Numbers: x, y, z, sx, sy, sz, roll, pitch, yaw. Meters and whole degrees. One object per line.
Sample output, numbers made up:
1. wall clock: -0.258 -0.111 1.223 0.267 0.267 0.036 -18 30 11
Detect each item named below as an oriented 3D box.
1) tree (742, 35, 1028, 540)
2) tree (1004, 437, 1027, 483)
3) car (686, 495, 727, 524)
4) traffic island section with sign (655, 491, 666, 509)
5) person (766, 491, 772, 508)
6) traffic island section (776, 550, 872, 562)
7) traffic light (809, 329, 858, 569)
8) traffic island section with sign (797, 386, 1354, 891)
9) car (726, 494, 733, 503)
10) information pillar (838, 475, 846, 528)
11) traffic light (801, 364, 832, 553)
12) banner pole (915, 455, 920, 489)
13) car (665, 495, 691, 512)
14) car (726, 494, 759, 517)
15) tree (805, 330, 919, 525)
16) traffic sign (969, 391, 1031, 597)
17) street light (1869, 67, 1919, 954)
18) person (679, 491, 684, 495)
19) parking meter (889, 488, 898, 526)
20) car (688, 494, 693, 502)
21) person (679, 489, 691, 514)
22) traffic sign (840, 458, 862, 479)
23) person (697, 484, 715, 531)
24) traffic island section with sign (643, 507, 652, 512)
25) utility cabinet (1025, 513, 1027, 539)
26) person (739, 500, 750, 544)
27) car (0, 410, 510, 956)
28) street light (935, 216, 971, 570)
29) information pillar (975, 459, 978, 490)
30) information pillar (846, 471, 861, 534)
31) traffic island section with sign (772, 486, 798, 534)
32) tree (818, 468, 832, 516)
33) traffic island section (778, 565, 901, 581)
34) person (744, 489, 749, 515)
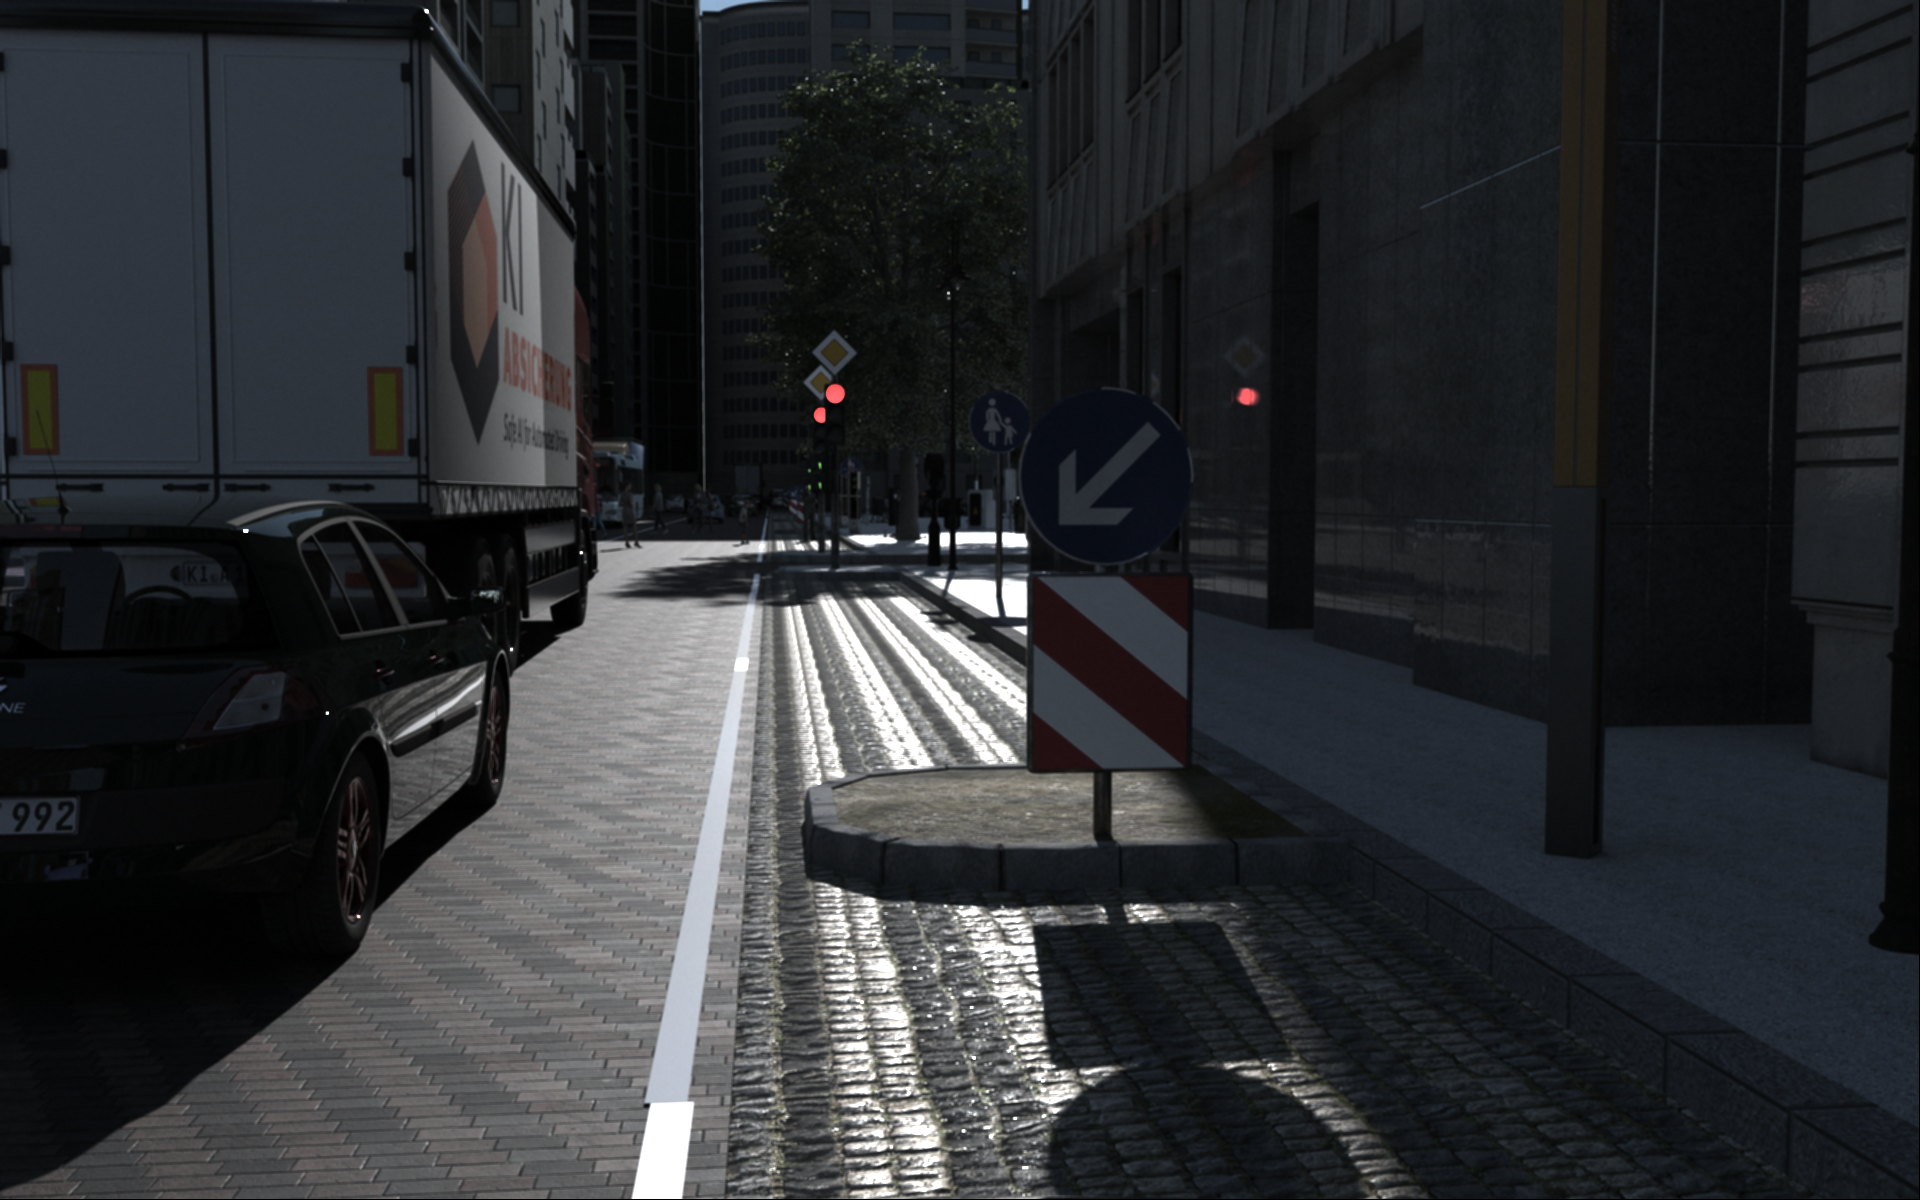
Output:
1. tree: -1.490 -8.646 48.020 9.857 13.997 8.962 0 3 0
2. tree: 3.530 -5.366 71.443 4.285 4.588 4.351 0 3 0
3. car: -12.535 -4.499 85.556 2.014 1.417 4.499 0 4 -7
4. traffic island section with sign: -28.758 -9.597 165.534 1.989 1.847 2.006 0 4 -6
5. person: -18.652 -9.914 171.420 1.217 1.723 0.721 0 4 -2
6. traffic island section: -2.990 -0.946 37.743 2.009 0.180 2.903 0 4 -6
7. traffic light: -2.163 -2.493 29.687 0.839 4.253 0.868 0 4 -6
8. traffic island section with sign: 0.357 0.089 7.178 1.989 1.847 2.006 0 4 -6
9. car: -22.267 -9.918 172.388 2.015 1.641 3.980 0 4 -7
10. information pillar: -4.421 -3.733 65.523 0.304 2.012 0.304 -2 4 -28
11. traffic light: -3.031 -2.979 37.625 0.839 4.253 0.868 0 4 -6
12. banner pole: -2.679 -6.563 97.328 0.863 3.779 0.401 -1 4 -12
13. car: -22.679 -7.772 139.440 2.083 1.381 4.827 0 4 -6
14. car: -13.852 -6.023 110.269 2.131 1.459 4.920 0 4 -6
15. tree: -3.777 -7.429 71.829 4.737 8.622 4.395 0 3 0
16. traffic sign: 0.486 -1.305 21.447 0.768 2.556 0.104 0 4 -5
17. street light: 2.680 -1.954 4.734 0.468 5.910 1.993 0 4 -6
18. person: -24.822 -8.879 154.336 0.551 1.740 0.621 -3 4 -36
19. parking meter: -2.721 -3.797 70.487 0.372 1.533 0.369 0 3 0
20. car: -28.109 -10.500 181.901 2.015 1.641 3.980 0 4 -4
21. person: -19.963 -7.191 126.089 1.348 1.823 0.705 3 5 39
22. traffic sign: -3.802 -3.700 60.597 0.768 2.556 0.104 0 3 0
23. person: -9.607 -3.506 65.913 0.778 1.811 0.616 -3 5 -40
24. traffic island section with sign: -25.778 -7.928 138.251 1.989 1.847 2.006 0 4 -6
25. utility cabinet: 2.368 -2.444 48.638 1.173 1.500 0.318 -3 4 -38
26. person: -6.179 -2.234 49.714 0.352 1.250 0.332 1 4 19
27. car: -2.859 0.190 6.687 2.009 1.686 4.222 0 4 -6
28. street light: -0.123 -3.448 29.166 0.468 5.910 1.993 0 4 -6
29. information pillar: 1.009 -7.058 106.757 0.183 3.616 0.504 1 4 18
30. information pillar: -3.409 -3.161 56.180 0.304 2.012 0.304 1 4 13
31. traffic island section with sign: -5.695 -3.296 62.514 1.989 1.847 2.006 0 4 -6
32. tree: -7.837 -6.510 101.036 1.663 3.219 1.824 0 3 0
33. traffic island section: -2.122 -0.460 29.805 2.009 0.180 2.903 0 4 -6
34. person: -14.722 -6.704 118.554 0.568 1.767 0.683 0 4 -8
